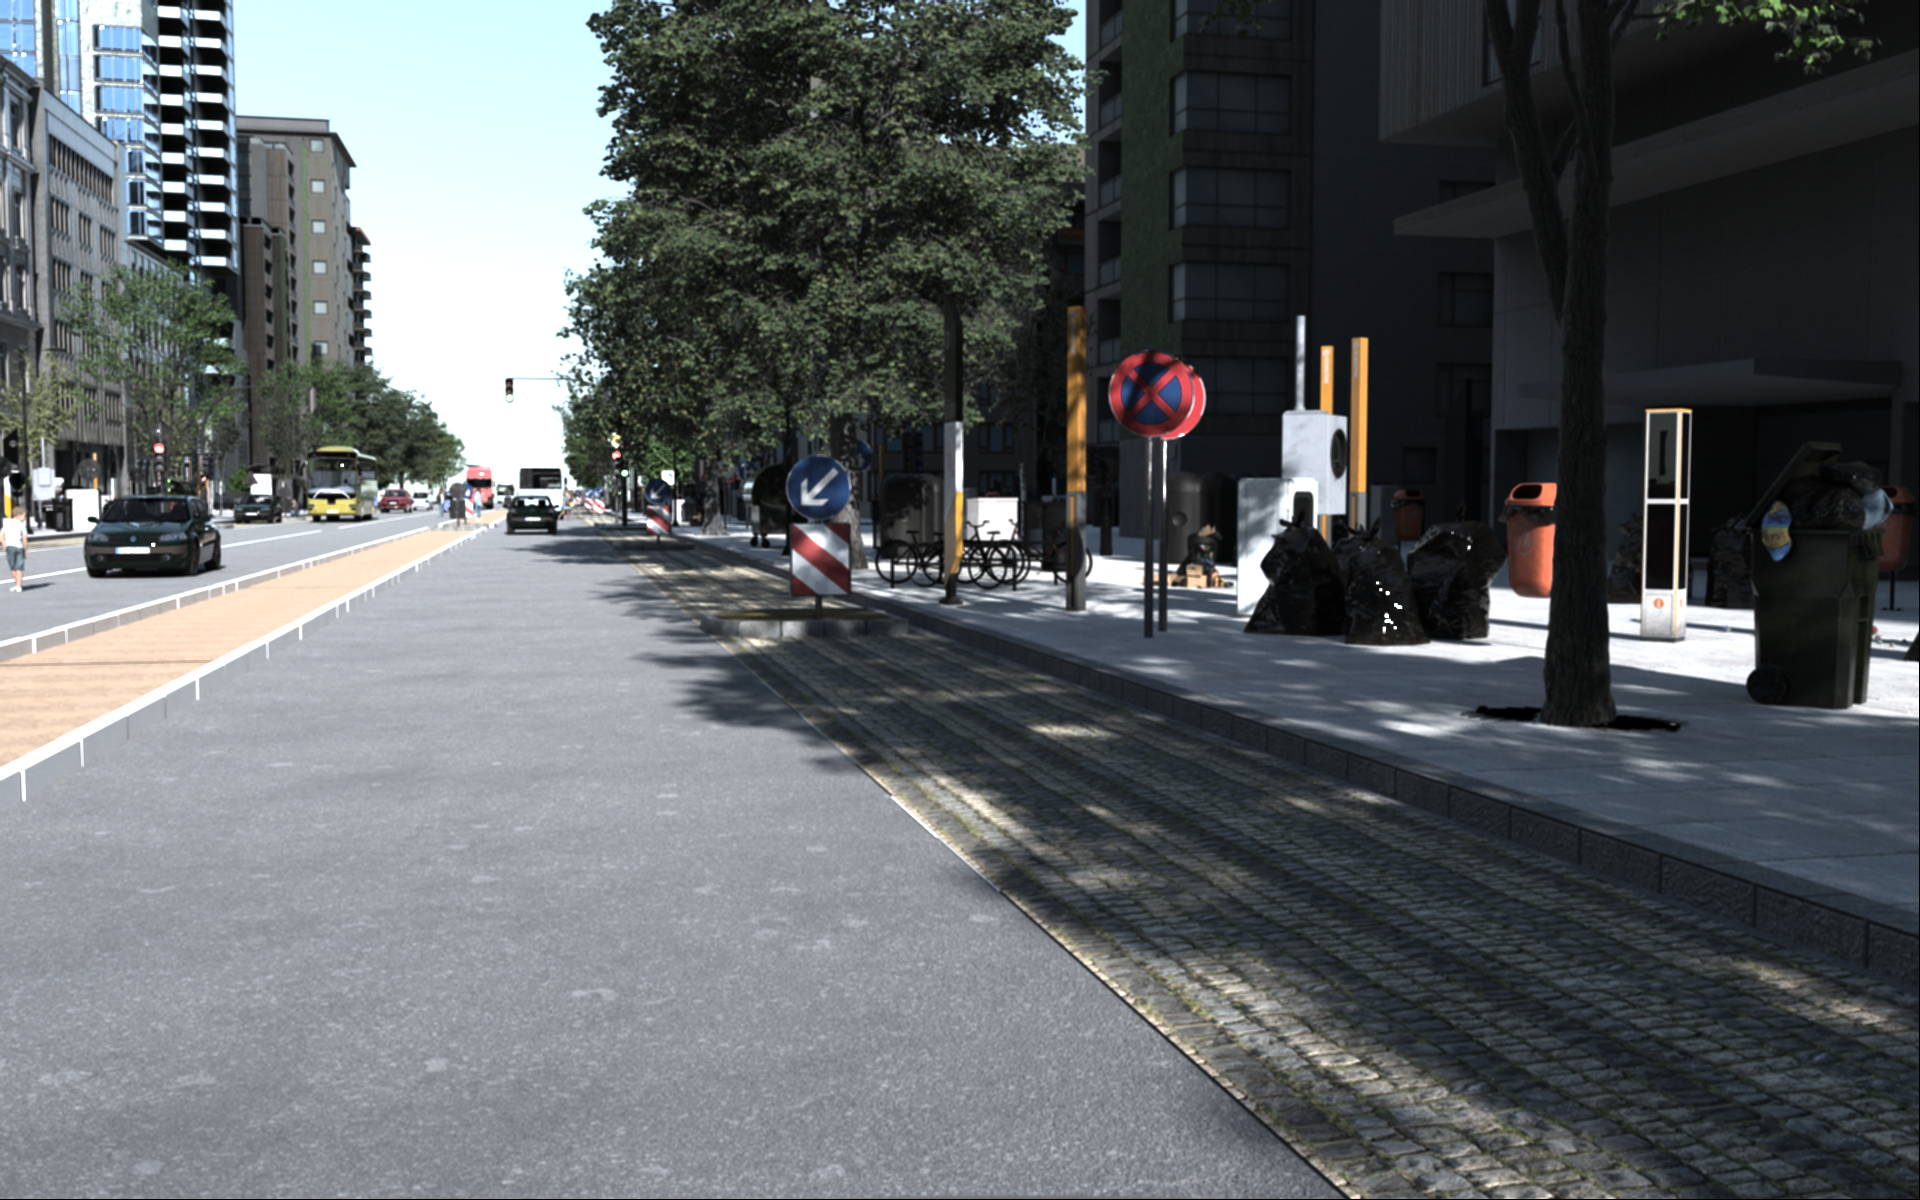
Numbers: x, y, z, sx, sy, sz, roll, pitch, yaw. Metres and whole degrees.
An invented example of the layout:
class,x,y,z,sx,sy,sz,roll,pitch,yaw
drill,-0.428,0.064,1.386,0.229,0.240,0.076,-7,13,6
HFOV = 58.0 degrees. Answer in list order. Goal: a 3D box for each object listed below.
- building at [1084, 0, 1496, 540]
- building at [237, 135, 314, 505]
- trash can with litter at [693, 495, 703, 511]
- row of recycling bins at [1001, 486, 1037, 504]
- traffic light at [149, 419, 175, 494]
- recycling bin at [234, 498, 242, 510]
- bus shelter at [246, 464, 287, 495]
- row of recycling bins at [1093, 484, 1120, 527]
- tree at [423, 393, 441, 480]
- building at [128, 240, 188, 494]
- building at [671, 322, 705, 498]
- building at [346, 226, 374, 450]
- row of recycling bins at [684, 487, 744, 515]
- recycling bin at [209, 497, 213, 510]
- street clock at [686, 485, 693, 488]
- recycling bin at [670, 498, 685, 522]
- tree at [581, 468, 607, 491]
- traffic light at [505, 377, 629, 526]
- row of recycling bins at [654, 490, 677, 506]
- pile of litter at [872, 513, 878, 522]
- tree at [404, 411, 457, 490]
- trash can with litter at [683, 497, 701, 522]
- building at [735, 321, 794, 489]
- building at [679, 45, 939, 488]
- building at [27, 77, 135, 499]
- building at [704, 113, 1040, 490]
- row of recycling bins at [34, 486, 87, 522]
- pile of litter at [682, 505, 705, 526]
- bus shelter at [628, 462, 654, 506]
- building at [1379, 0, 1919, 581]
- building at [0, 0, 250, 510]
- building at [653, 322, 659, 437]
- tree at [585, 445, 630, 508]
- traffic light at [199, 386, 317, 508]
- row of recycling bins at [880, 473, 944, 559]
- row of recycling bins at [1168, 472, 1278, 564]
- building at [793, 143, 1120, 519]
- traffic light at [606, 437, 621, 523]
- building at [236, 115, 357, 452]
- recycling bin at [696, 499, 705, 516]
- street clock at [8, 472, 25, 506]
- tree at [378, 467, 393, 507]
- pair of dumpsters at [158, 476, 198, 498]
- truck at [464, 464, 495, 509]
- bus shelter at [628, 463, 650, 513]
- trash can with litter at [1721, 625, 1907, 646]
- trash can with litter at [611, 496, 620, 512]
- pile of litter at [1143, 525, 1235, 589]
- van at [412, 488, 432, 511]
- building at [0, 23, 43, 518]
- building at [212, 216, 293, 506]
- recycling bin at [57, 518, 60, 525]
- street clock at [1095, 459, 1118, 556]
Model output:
class,x,y,z,sx,sy,sz,roll,pitch,yaw
building,11.210,-22.647,53.878,14.154,41.232,14.086,-1,4,-13
building,-80.080,-31.068,191.552,14.154,41.232,14.086,-1,4,-13
trash can with litter,-14.702,-5.101,94.462,2.233,1.210,1.678,-2,4,-26
row of recycling bins,2.925,-4.857,86.532,1.069,1.692,3.534,-1,4,-19
traffic light,-29.762,-4.629,64.603,0.839,4.253,0.868,-1,4,-13
recycling bin,-45.570,-5.954,109.900,0.722,1.027,0.722,-3,5,-45
bus shelter,-47.722,-7.658,119.124,2.014,3.302,5.546,-1,4,-13
row of recycling bins,6.414,-3.785,68.996,1.069,1.692,3.534,3,4,38
tree,-65.482,-18.089,202.408,9.857,13.997,8.962,0,3,0
building,-63.107,-16.937,126.067,9.793,20.994,18.267,-1,4,-13
building,-34.873,-37.345,265.215,22.147,44.769,28.867,-1,4,-13
building,-104.537,-37.783,272.383,22.147,44.769,28.867,-1,4,-13
row of recycling bins,-15.358,-6.105,106.935,3.534,1.692,1.069,0,4,7
recycling bin,-58.988,-7.522,135.538,0.722,1.027,0.722,3,5,39
street clock,-18.553,-6.978,118.654,0.471,2.002,0.358,-1,4,-10
recycling bin,-12.824,-4.102,79.625,0.722,1.027,0.722,0,4,-5
tree,-45.047,-14.082,213.956,4.285,4.588,4.351,0,3,0
traffic light,-15.323,-5.701,67.879,4.771,5.953,1.251,-1,4,-13
row of recycling bins,-24.274,-8.518,146.382,3.534,1.692,1.069,-1,4,-17
pile of litter,-3.351,-3.992,79.233,1.176,0.858,1.719,3,5,44
tree,-72.900,-19.523,237.325,7.486,12.596,7.792,0,3,0
trash can with litter,-12.094,-4.106,78.521,0.624,1.170,1.055,-3,5,-45
building,-2.204,-17.784,135.814,27.650,21.520,28.899,-1,4,-13
building,-17.885,-37.658,204.943,28.713,52.752,27.495,-1,4,-13
building,-60.109,-17.679,107.069,12.078,24.808,19.932,-1,4,-13
building,-10.171,-29.900,180.741,32.217,40.220,23.993,-1,4,-13
row of recycling bins,-41.709,-4.479,80.340,1.069,1.692,3.534,0,4,4
pile of litter,-10.356,-3.396,69.487,1.719,0.858,1.176,-1,4,-19
bus shelter,-23.607,-8.382,128.335,1.731,3.624,6.357,-1,4,-13
building,24.780,-26.694,25.686,28.713,52.752,27.495,-1,4,-13
building,-76.277,-51.425,153.478,22.319,86.520,31.000,-1,4,-13
building,-40.983,-41.251,294.065,23.786,49.044,30.456,-1,4,-13
tree,-30.342,-12.513,154.949,4.360,8.622,3.978,0,3,0
traffic light,-29.585,-6.007,72.887,4.771,5.953,1.251,-1,4,-13
row of recycling bins,-0.891,-1.750,35.724,1.069,1.692,3.534,1,4,10
row of recycling bins,5.063,-1.578,32.913,1.069,1.692,3.534,3,5,41
building,6.283,-15.919,105.320,28.899,21.520,27.650,-1,4,-13
traffic light,-15.146,-5.342,76.269,0.839,4.253,0.868,-1,4,-13
building,-100.817,-40.054,244.114,28.713,52.752,27.495,-1,4,-13
recycling bin,-14.625,-5.163,96.975,0.722,1.027,0.722,3,5,40
street clock,-31.510,-3.263,57.923,0.358,2.002,0.471,2,4,25
tree,-59.233,-11.728,175.464,4.285,4.588,4.351,0,3,0
pair of dumpsters,-40.959,-5.396,90.713,1.574,2.255,4.437,-1,4,-13
truck,-46.111,-10.861,166.488,2.839,4.237,11.283,-1,4,-14
bus shelter,-21.935,-8.710,120.033,2.179,5.291,8.768,-1,4,-13
trash can with litter,7.868,-0.288,15.763,1.678,1.210,2.233,2,4,29
trash can with litter,-25.126,-7.052,126.694,0.624,1.170,1.055,-2,4,-30
pile of litter,3.196,-0.626,24.202,1.176,0.858,1.719,-1,4,-8
van,-47.227,-8.864,151.940,2.013,2.044,4.112,-1,4,-12
building,-56.157,-18.423,87.127,13.634,28.700,20.117,-1,4,-13
building,-77.378,-24.854,178.060,14.160,30.474,14.107,-1,4,-13
recycling bin,-37.470,-3.682,72.748,0.722,1.027,0.722,3,5,40
street clock,3.030,-1.915,35.880,0.358,2.002,0.471,-2,4,-32
